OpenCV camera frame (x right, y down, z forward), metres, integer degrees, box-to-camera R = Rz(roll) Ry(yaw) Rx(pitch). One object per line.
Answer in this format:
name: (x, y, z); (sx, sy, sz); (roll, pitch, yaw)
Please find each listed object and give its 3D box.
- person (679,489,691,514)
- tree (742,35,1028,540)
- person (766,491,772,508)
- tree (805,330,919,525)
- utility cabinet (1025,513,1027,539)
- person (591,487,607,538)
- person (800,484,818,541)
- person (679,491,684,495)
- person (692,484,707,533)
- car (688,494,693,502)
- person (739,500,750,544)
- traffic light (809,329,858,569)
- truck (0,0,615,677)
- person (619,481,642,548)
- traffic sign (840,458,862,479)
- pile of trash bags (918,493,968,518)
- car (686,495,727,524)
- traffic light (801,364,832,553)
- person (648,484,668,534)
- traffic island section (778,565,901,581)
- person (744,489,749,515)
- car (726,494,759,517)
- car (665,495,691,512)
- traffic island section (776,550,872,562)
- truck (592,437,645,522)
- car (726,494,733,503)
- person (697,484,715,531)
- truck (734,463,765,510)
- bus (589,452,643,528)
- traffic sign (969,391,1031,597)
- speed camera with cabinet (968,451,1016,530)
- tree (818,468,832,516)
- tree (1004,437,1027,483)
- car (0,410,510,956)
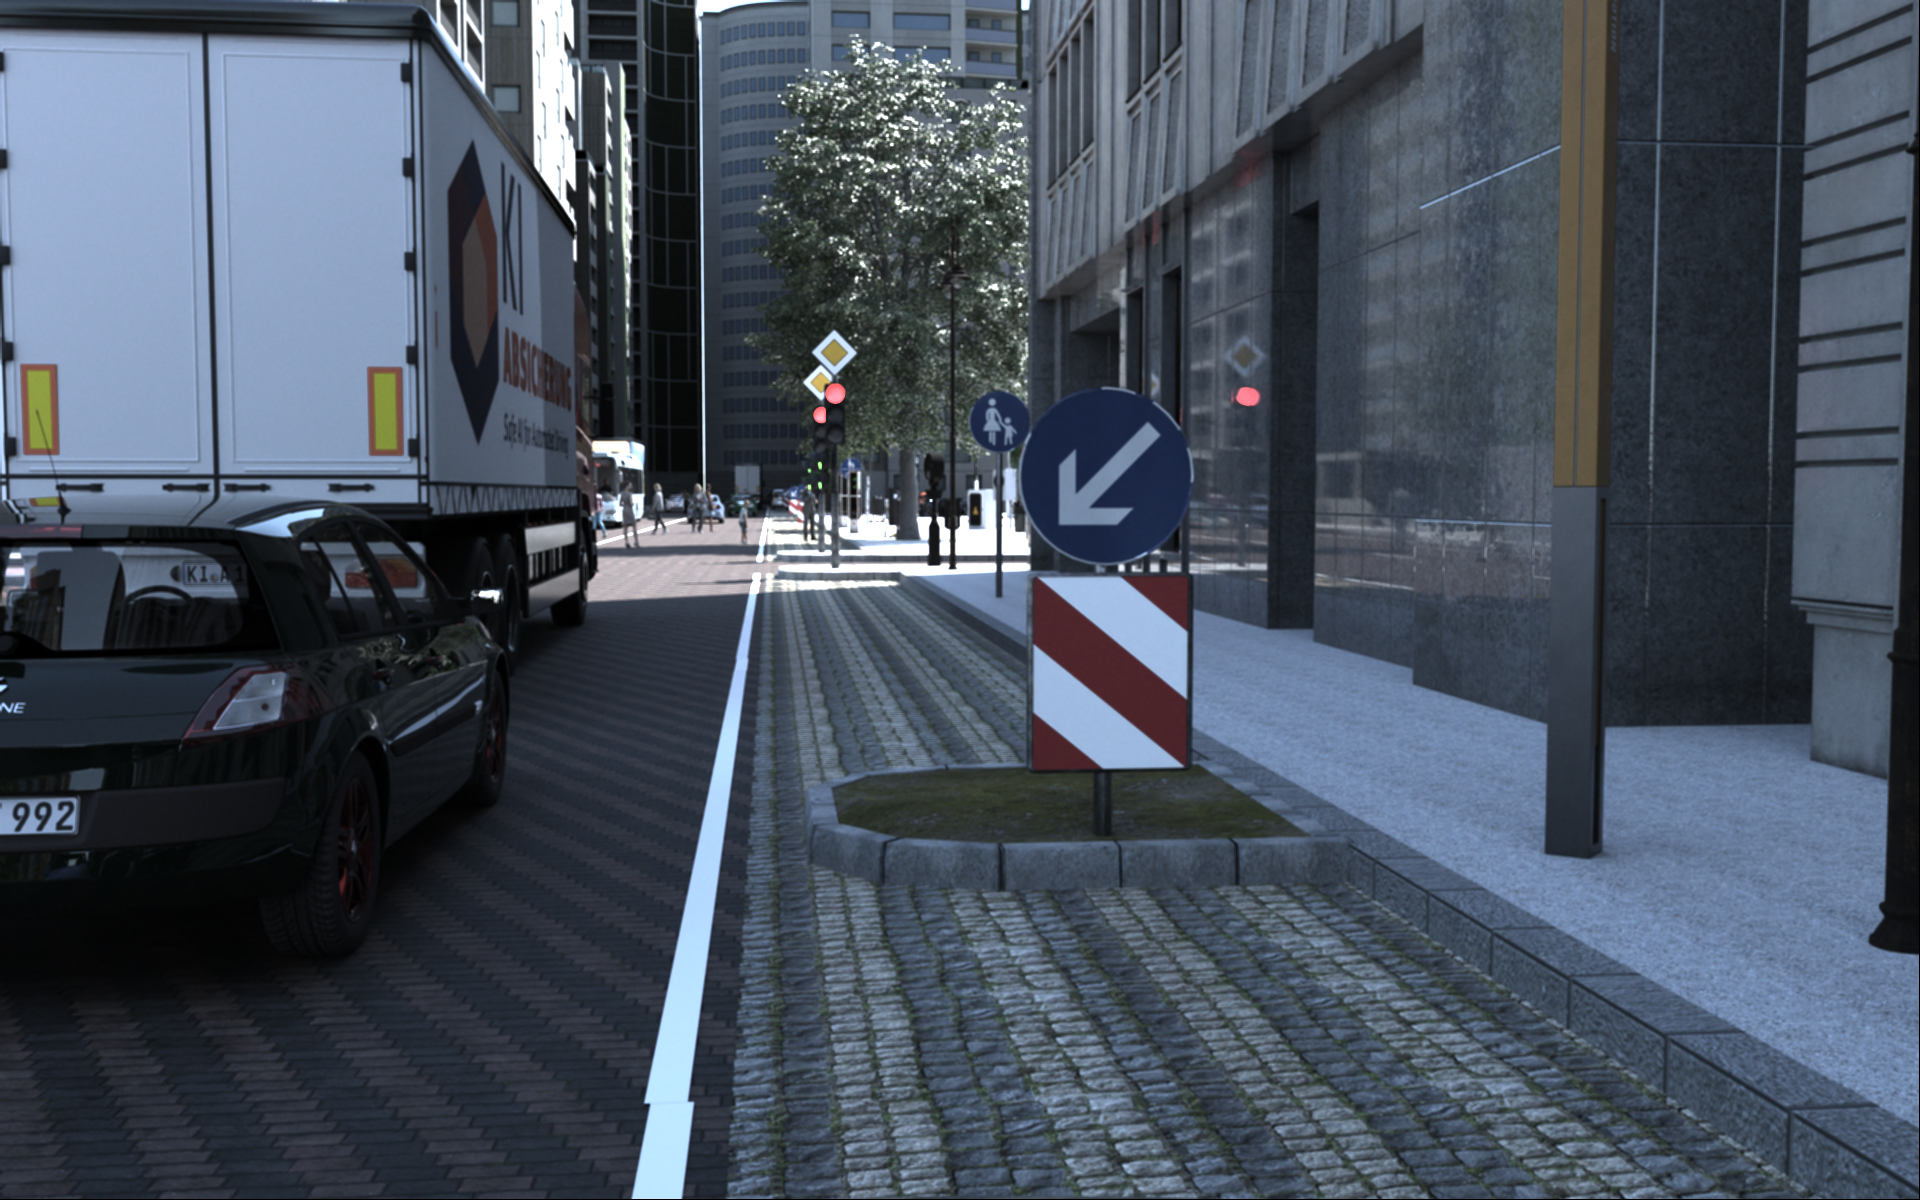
person: (-19.963, -7.191, 126.089); (1.348, 1.823, 0.705); (3, 5, 39)
tree: (-1.490, -8.646, 48.020); (9.857, 13.997, 8.962); (0, 3, 0)
person: (-18.652, -9.914, 171.420); (1.217, 1.723, 0.721); (0, 4, -2)
tree: (-3.777, -7.429, 71.829); (4.737, 8.622, 4.395); (0, 3, 0)
utility cabinet: (2.368, -2.444, 48.638); (1.173, 1.500, 0.318); (-3, 4, -38)
person: (-11.880, -2.887, 56.547); (0.643, 1.720, 0.563); (3, 5, 41)
person: (-4.548, -2.727, 52.890); (0.447, 1.846, 0.655); (3, 5, 40)
person: (-24.822, -8.879, 154.336); (0.551, 1.740, 0.621); (-3, 4, -36)
person: (-9.535, -3.341, 63.303); (0.537, 1.800, 0.526); (0, 4, 4)
car: (-28.109, -10.500, 181.901); (2.015, 1.641, 3.980); (0, 4, -4)
person: (-6.179, -2.234, 49.714); (0.352, 1.250, 0.332); (1, 4, 19)
traffic light: (-2.163, -2.493, 29.687); (0.839, 4.253, 0.868); (0, 4, -6)
truck: (-4.885, -1.619, 15.390); (2.839, 4.237, 11.283); (0, 4, -7)
person: (-8.777, -2.279, 46.097); (0.599, 1.781, 0.374); (3, 4, 36)
traffic sign: (-3.802, -3.700, 60.597); (0.768, 2.556, 0.104); (0, 3, 0)
pile of trash bags: (-0.726, -5.502, 99.714); (3.447, 1.369, 1.912); (-1, 4, -21)
car: (-12.535, -4.499, 85.556); (2.014, 1.417, 4.499); (0, 4, -7)
traffic light: (-3.031, -2.979, 37.625); (0.839, 4.253, 0.868); (0, 4, -6)
person: (-10.699, -3.218, 61.304); (0.728, 1.800, 0.709); (1, 4, 11)
traffic island section: (-2.122, -0.460, 29.805); (2.009, 0.180, 2.903); (0, 4, -6)
person: (-14.722, -6.704, 118.554); (0.568, 1.767, 0.683); (0, 4, -8)
car: (-13.852, -6.023, 110.269); (2.131, 1.459, 4.920); (0, 4, -6)
car: (-22.679, -7.772, 139.440); (2.083, 1.381, 4.827); (0, 4, -6)
traffic island section: (-2.990, -0.946, 37.743); (2.009, 0.180, 2.903); (0, 4, -6)
truck: (-17.593, -6.028, 87.477); (2.839, 4.237, 11.283); (0, 4, -6)
car: (-22.267, -9.918, 172.388); (2.015, 1.641, 3.980); (0, 4, -7)
person: (-9.607, -3.506, 65.913); (0.778, 1.811, 0.616); (-3, 5, -40)
truck: (-19.707, -10.571, 161.757); (2.839, 4.237, 11.283); (0, 4, -5)
bus: (-15.608, -4.912, 75.168); (2.948, 3.499, 13.247); (0, 4, -6)
traffic sign: (0.486, -1.305, 21.447); (0.768, 2.556, 0.104); (0, 4, -5)
speed camera with cabinet: (1.139, -4.176, 62.606); (0.660, 3.252, 2.038); (-3, 5, -41)
tree: (-7.837, -6.510, 101.036); (1.663, 3.219, 1.824); (0, 3, 0)
tree: (3.530, -5.366, 71.443); (4.285, 4.588, 4.351); (0, 3, 0)
car: (-2.859, 0.190, 6.687); (2.009, 1.686, 4.222); (0, 4, -6)
